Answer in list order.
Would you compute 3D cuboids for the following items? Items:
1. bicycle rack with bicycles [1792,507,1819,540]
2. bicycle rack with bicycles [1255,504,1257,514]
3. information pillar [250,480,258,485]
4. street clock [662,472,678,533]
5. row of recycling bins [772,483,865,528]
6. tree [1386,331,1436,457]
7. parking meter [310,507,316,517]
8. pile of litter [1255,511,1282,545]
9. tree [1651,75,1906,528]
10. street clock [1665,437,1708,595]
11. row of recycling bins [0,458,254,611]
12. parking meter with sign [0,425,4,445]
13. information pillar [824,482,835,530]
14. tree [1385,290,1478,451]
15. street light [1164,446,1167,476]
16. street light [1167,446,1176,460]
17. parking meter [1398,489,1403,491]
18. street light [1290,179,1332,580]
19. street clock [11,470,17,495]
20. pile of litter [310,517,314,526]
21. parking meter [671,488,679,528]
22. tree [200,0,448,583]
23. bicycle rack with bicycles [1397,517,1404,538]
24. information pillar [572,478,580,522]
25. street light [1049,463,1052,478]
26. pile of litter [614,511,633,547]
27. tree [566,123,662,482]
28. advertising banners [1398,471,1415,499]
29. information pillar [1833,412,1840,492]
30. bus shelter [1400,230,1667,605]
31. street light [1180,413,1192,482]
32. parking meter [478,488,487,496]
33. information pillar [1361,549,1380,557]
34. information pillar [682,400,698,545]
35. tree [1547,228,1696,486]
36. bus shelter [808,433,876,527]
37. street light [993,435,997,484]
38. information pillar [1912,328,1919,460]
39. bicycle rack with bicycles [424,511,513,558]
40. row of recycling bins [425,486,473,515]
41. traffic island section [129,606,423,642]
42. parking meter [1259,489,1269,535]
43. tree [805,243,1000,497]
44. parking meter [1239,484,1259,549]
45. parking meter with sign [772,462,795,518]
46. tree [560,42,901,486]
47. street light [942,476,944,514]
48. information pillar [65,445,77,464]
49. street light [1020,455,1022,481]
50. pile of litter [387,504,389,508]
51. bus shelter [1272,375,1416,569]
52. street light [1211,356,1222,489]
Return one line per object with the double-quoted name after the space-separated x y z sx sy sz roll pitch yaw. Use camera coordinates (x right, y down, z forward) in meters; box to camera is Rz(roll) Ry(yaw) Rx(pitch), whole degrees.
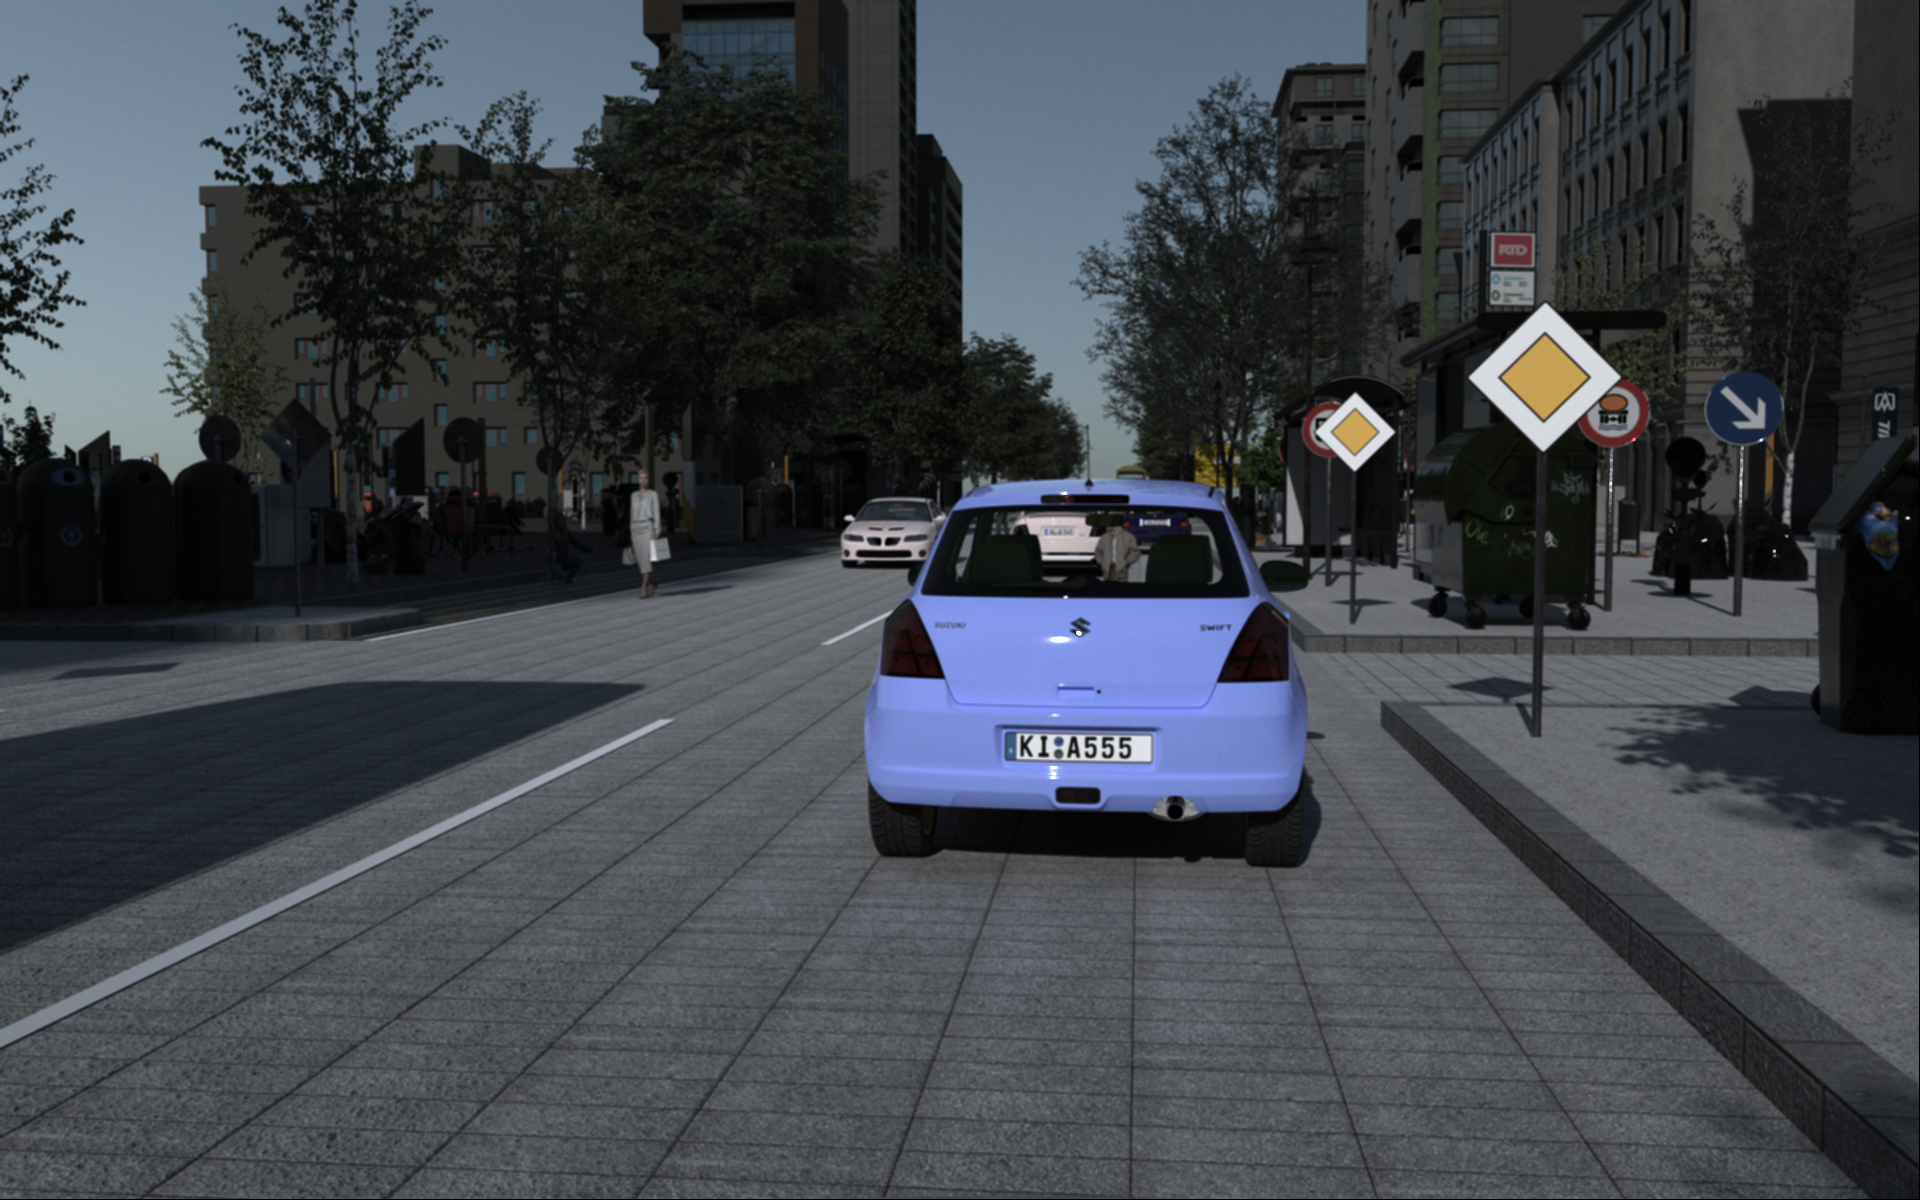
24.498 -2.103 47.758 2.925 0.926 2.852 -3 4 -38 "bicycle rack with bicycles"
14.328 -4.728 90.685 2.925 0.926 2.852 1 4 19 "bicycle rack with bicycles"
-36.551 -5.210 89.673 0.304 2.012 0.304 0 4 -3 "information pillar"
-9.591 -3.229 57.365 0.471 2.002 0.358 -2 4 -34 "street clock"
-5.383 -3.591 65.818 3.534 1.692 1.069 -1 4 -8 "row of recycling bins"
21.078 -7.753 77.126 4.360 8.622 3.978 0 3 0 "tree"
-17.739 -2.382 47.349 0.372 1.533 0.369 0 3 0 "parking meter"
7.477 -1.856 44.303 1.176 0.858 1.719 -1 4 -22 "pile of litter"
14.935 -4.951 31.307 4.360 8.622 3.978 0 3 0 "tree"
9.237 -1.072 22.090 0.471 2.002 0.358 2 4 25 "street clock"
-10.036 -0.796 20.122 1.069 1.692 3.534 3 5 41 "row of recycling bins"
-24.922 -2.898 43.648 1.738 3.016 0.543 1 4 23 "parking meter with sign"
-4.645 -3.488 61.514 0.304 2.012 0.304 1 4 16 "information pillar"
17.261 -6.811 61.721 4.737 8.622 4.395 0 3 0 "tree"
19.938 -11.909 167.494 0.468 5.910 1.993 0 4 6 "street light"
16.581 -9.919 134.968 0.468 5.910 1.993 0 4 6 "street light"
21.401 -4.615 83.864 0.372 1.533 0.369 0 3 0 "parking meter"
5.204 -3.245 25.847 0.468 5.910 1.993 0 4 6 "street light"
-23.612 -2.388 43.616 0.358 2.002 0.471 3 5 42 "street clock"
-16.920 -1.781 43.077 1.719 0.858 1.176 2 4 31 "pile of litter"
-10.795 -3.486 65.414 0.372 1.533 0.369 0 3 0 "parking meter"
-8.573 -4.558 24.890 4.737 8.622 4.395 0 3 0 "tree"
11.618 -2.331 51.501 2.852 0.926 2.925 0 4 -6 "bicycle rack with bicycles"
-17.580 -4.571 79.224 0.304 2.012 0.304 0 4 -7 "information pillar"
10.953 -14.491 209.718 0.468 5.910 1.993 0 4 6 "street light"
-8.059 -1.772 42.934 1.176 0.858 1.719 0 4 3 "pile of litter"
-7.517 -4.989 31.934 4.737 8.622 4.395 0 3 0 "tree"
20.501 -5.137 80.173 2.074 3.025 0.090 1 4 10 "advertising banners"
25.056 -3.537 49.187 0.504 3.616 0.183 1 4 10 "information pillar"
7.459 -2.844 24.129 2.179 5.291 8.768 0 4 6 "bus shelter"
12.014 -7.251 91.347 0.468 5.910 1.993 0 4 6 "street light"
-19.639 -3.844 71.262 0.372 1.533 0.369 0 3 0 "parking meter"
8.430 -1.900 35.550 0.304 2.012 0.304 -3 5 -40 "information pillar"
-6.819 -3.195 43.586 0.183 3.616 0.504 -3 4 -38 "information pillar"
18.278 -6.025 48.874 4.737 8.622 4.395 0 3 0 "tree"
-4.717 -4.805 69.840 1.731 3.624 6.357 0 4 6 "bus shelter"
2.506 -9.466 127.564 0.468 5.910 1.993 0 4 6 "street light"
11.773 -1.824 21.176 0.183 3.616 0.504 1 4 11 "information pillar"
-10.577 -1.380 35.937 2.852 0.926 2.925 -3 5 -40 "bicycle rack with bicycles"
-25.650 -4.854 86.481 3.534 1.692 1.069 2 4 32 "row of recycling bins"
-6.989 0.247 18.239 2.009 0.180 2.903 0 4 6 "traffic island section"
9.504 -2.796 54.118 0.372 1.533 0.369 0 3 0 "parking meter"
-2.702 -9.917 79.155 9.611 12.733 9.660 0 3 0 "tree"
6.650 -1.937 40.083 0.372 1.533 0.369 0 3 0 "parking meter"
-9.243 -5.945 93.457 1.738 3.016 0.543 -1 4 -21 "parking meter with sign"
-6.703 -8.775 50.120 9.857 13.997 8.962 0 3 0 "tree"
-0.938 -7.456 94.691 0.468 5.910 1.993 0 4 6 "street light"
-41.948 -5.528 81.742 0.504 3.616 0.183 -3 4 -36 "information pillar"
5.705 -11.444 159.900 0.468 5.910 1.993 0 4 6 "street light"
-29.231 -4.579 88.839 1.719 0.858 1.176 -1 4 -13 "pile of litter"
7.018 -2.343 32.230 2.014 3.302 5.546 0 4 6 "bus shelter"
8.662 -5.221 58.156 0.468 5.910 1.993 0 4 6 "street light"
